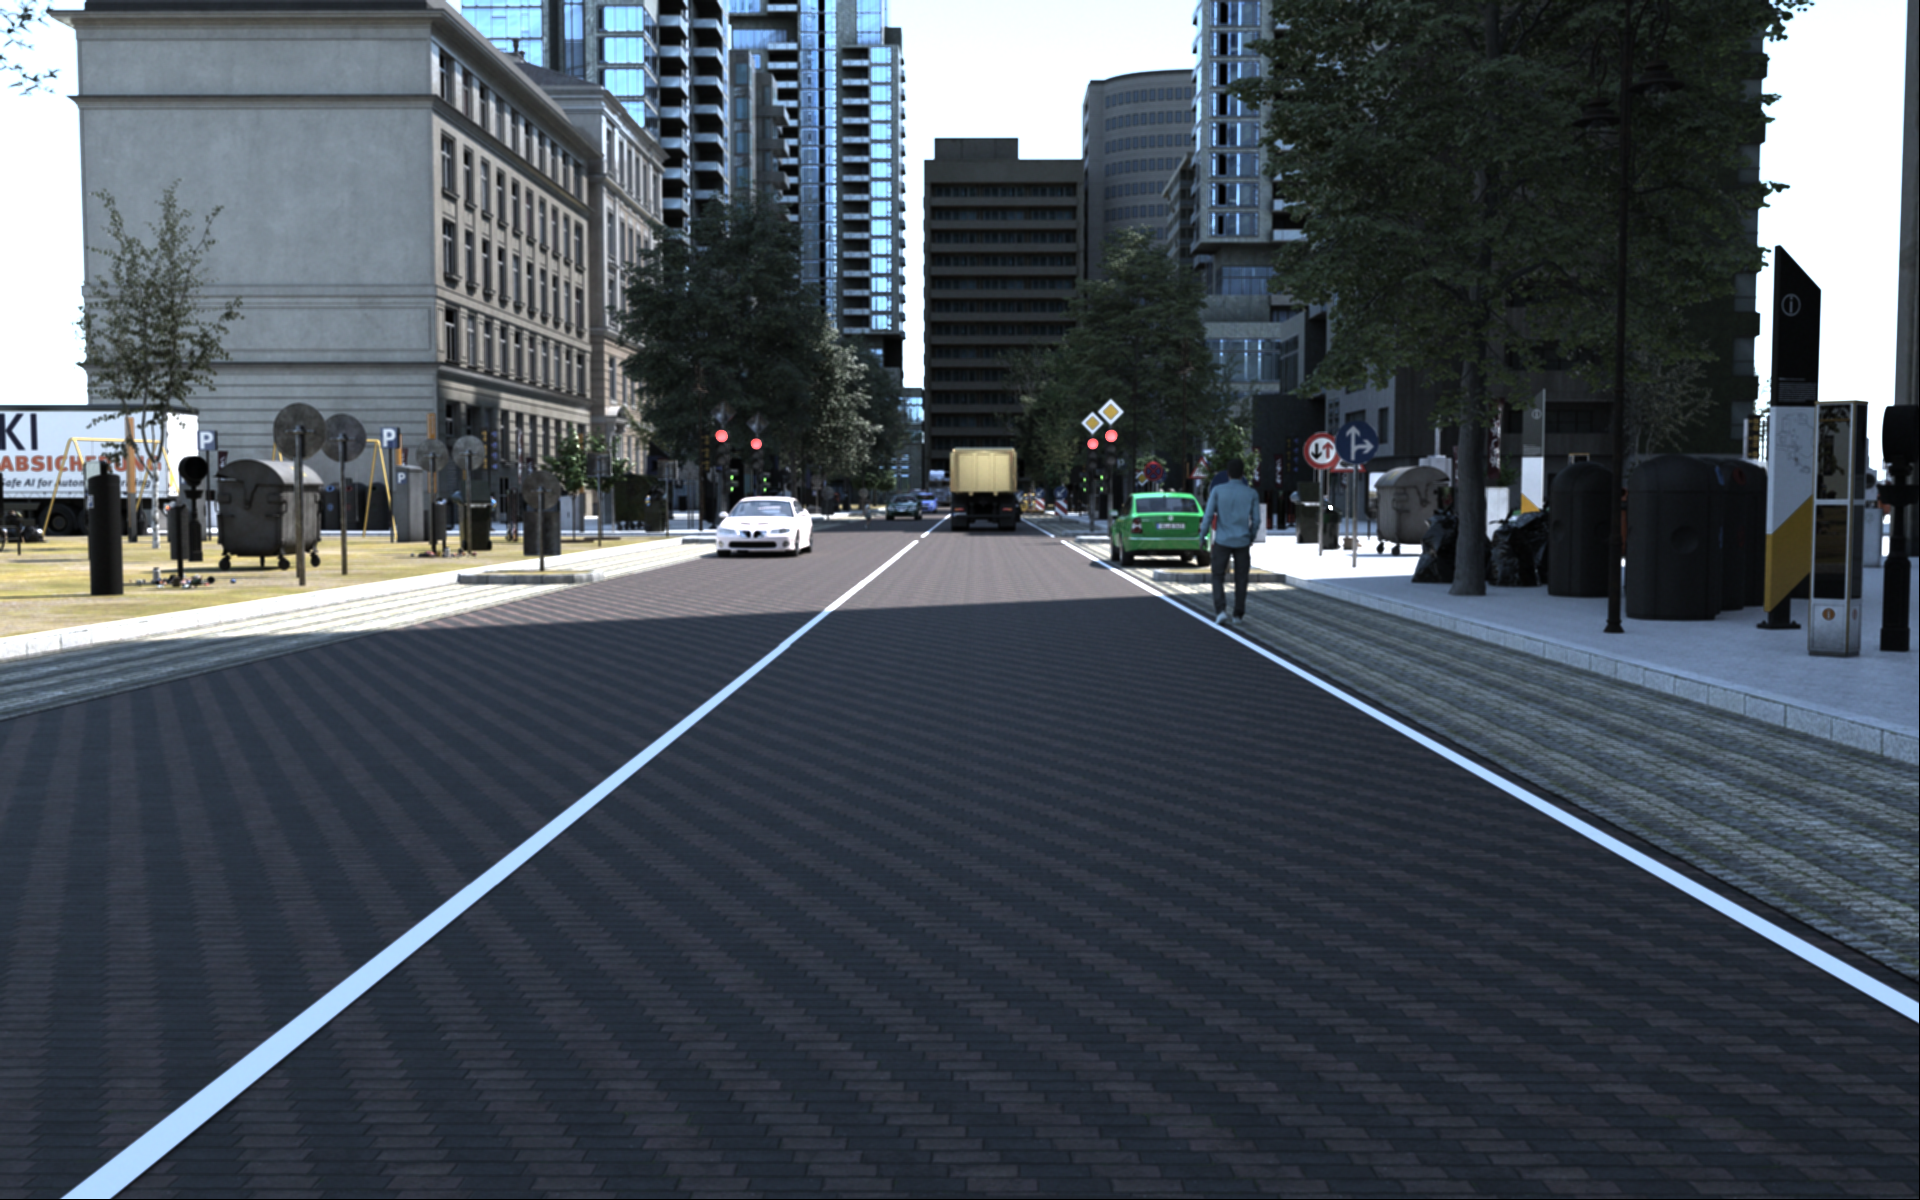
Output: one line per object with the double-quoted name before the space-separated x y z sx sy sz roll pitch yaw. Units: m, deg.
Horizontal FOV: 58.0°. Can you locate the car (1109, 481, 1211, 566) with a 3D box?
"car" 4.075 -1.635 35.525 1.959 1.807 4.718 0 4 1

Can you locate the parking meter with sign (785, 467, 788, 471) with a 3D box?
"parking meter with sign" -10.927 -6.907 109.196 0.543 3.016 1.738 1 4 8

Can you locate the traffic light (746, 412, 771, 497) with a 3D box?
"traffic light" -6.880 -4.288 59.031 0.839 4.253 0.868 0 4 1

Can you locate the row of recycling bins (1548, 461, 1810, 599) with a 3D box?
"row of recycling bins" 9.207 -0.885 21.581 3.534 1.692 1.069 0 4 8

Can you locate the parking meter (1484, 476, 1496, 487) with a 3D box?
"parking meter" 15.702 -2.791 51.351 0.255 1.863 0.399 0 4 -4

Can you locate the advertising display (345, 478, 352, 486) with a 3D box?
"advertising display" -24.534 -3.927 69.427 0.123 1.923 0.974 0 4 -5

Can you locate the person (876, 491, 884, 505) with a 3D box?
"person" -9.787 -12.598 214.553 1.350 1.814 0.705 1 4 15

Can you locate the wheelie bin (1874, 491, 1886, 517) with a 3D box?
"wheelie bin" 52.472 -5.561 98.824 0.693 1.594 0.980 1 4 18

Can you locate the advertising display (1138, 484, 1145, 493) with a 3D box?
"advertising display" 9.403 -5.207 90.341 0.123 1.923 0.974 -1 4 -22

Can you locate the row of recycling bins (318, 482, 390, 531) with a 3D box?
"row of recycling bins" -21.815 -3.328 61.520 3.534 1.692 1.069 1 4 18

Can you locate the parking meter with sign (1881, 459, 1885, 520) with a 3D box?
"parking meter with sign" 46.394 -5.457 85.481 1.738 3.016 0.543 -1 4 -12

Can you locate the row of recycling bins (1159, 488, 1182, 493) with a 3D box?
"row of recycling bins" 14.990 -7.333 127.007 3.534 1.692 1.069 2 4 25

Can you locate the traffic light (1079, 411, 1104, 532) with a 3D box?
"traffic light" 4.480 -4.283 58.940 0.839 4.253 0.868 0 4 1

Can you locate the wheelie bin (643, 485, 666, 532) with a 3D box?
"wheelie bin" -10.288 -3.101 58.615 0.693 1.594 0.980 1 4 12

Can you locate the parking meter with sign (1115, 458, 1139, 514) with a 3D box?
"parking meter with sign" 8.206 -5.316 83.177 0.543 3.016 1.738 -2 4 -33

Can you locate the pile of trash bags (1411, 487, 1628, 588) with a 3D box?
"pile of trash bags" 8.101 -0.908 24.591 1.912 1.369 3.447 -3 4 -39

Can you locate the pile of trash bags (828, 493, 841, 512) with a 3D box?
"pile of trash bags" -9.431 -7.023 124.574 1.912 1.369 3.447 1 4 18

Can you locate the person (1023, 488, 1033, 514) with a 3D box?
"person" 4.594 -6.514 115.092 0.778 1.811 0.616 1 4 10

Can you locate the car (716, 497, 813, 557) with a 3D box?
"car" -4.595 -1.762 41.165 2.083 1.381 4.827 0 4 2

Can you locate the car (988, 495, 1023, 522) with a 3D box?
"car" 2.298 -4.940 90.553 2.009 1.686 4.222 0 4 1

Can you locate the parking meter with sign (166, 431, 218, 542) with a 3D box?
"parking meter with sign" -20.748 -3.088 46.743 0.543 3.016 1.738 0 4 8

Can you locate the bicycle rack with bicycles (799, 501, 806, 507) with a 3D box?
"bicycle rack with bicycles" -12.371 -7.219 131.413 2.925 0.926 2.852 -3 5 -44

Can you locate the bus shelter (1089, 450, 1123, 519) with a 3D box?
"bus shelter" 7.401 -6.026 89.802 1.731 3.624 6.357 0 4 1

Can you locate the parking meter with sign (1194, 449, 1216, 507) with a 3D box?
"parking meter with sign" 9.279 -4.300 66.572 0.543 3.016 1.738 2 4 26

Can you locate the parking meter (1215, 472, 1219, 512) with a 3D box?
"parking meter" 6.857 -2.462 45.959 0.255 1.863 0.399 1 4 13

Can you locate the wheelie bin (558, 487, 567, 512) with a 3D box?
"wheelie bin" -17.270 -4.091 74.791 0.693 1.594 0.980 -3 4 -39

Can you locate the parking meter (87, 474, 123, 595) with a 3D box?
"parking meter" -10.881 -0.834 22.051 0.372 1.533 0.369 0 3 0

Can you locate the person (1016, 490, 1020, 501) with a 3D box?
"person" 4.534 -7.639 133.743 0.624 1.780 0.694 0 4 4

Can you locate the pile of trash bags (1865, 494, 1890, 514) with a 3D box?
"pile of trash bags" 36.890 -3.747 71.009 3.447 1.369 1.912 -2 4 -24

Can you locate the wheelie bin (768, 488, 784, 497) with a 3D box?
"wheelie bin" -9.687 -5.075 90.878 0.980 1.594 0.693 -2 4 -27

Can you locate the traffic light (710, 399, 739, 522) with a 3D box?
"traffic light" -6.956 -3.800 51.046 0.839 4.253 0.868 0 4 1

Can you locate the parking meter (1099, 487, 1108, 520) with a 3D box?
"parking meter" 7.125 -4.917 86.104 0.399 1.863 0.255 3 5 45

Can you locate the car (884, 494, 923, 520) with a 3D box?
"car" -3.108 -5.183 96.543 2.131 1.459 4.920 0 4 2

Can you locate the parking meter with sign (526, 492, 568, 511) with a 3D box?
"parking meter with sign" -16.413 -4.446 68.954 1.738 3.016 0.543 1 4 10

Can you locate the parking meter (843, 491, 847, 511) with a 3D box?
"parking meter" -8.752 -7.548 131.817 0.372 1.533 0.369 0 3 0

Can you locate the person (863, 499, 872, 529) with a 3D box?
"person" -3.814 -3.483 70.460 0.382 1.210 0.505 -2 4 -29

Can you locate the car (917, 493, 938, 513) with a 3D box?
"car" -2.625 -7.430 131.075 1.945 1.707 3.694 0 4 2

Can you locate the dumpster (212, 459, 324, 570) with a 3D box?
"dumpster" -11.893 -1.472 29.827 1.264 1.857 1.865 0 4 1

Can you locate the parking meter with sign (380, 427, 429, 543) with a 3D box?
"parking meter with sign" -14.629 -3.049 46.114 0.543 3.016 1.738 1 4 19

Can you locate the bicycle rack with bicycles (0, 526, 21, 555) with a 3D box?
"bicycle rack with bicycles" -20.811 -1.344 35.350 2.852 0.926 2.925 0 4 4

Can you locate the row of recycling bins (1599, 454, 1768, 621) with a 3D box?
"row of recycling bins" 8.062 -0.725 18.964 1.069 1.692 3.534 2 4 35

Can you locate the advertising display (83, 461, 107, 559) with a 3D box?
"advertising display" -16.815 -1.743 33.718 0.123 1.923 0.974 -3 5 -44

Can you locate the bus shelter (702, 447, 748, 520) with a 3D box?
"bus shelter" -11.808 -5.887 87.529 1.731 3.624 6.357 0 4 1

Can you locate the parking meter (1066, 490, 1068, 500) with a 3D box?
"parking meter" 8.205 -7.730 132.096 0.255 1.863 0.399 1 4 9

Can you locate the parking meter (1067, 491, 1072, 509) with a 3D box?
"parking meter" 7.840 -7.052 123.709 0.372 1.533 0.369 0 3 0

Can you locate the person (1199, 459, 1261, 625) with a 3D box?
"person" 2.966 -0.641 18.995 0.660 1.820 0.620 0 4 1

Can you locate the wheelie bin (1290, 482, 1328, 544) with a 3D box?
"wheelie bin" 9.051 -2.273 45.076 0.980 1.594 0.693 0 4 -4

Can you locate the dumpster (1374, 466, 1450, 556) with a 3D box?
"dumpster" 9.565 -1.886 36.592 1.264 1.857 1.865 0 4 1

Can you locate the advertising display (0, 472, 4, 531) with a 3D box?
"advertising display" -28.285 -2.772 50.538 0.974 1.923 0.123 2 4 26

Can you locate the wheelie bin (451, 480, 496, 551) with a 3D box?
"wheelie bin" -11.076 -1.925 39.384 0.980 1.594 0.693 -2 4 -29

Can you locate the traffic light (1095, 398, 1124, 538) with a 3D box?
"traffic light" 4.405 -3.794 50.955 0.839 4.253 0.868 0 4 1

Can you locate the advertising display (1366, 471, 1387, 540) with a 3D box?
"advertising display" 11.878 -2.645 48.461 0.974 1.923 0.123 0 4 3
